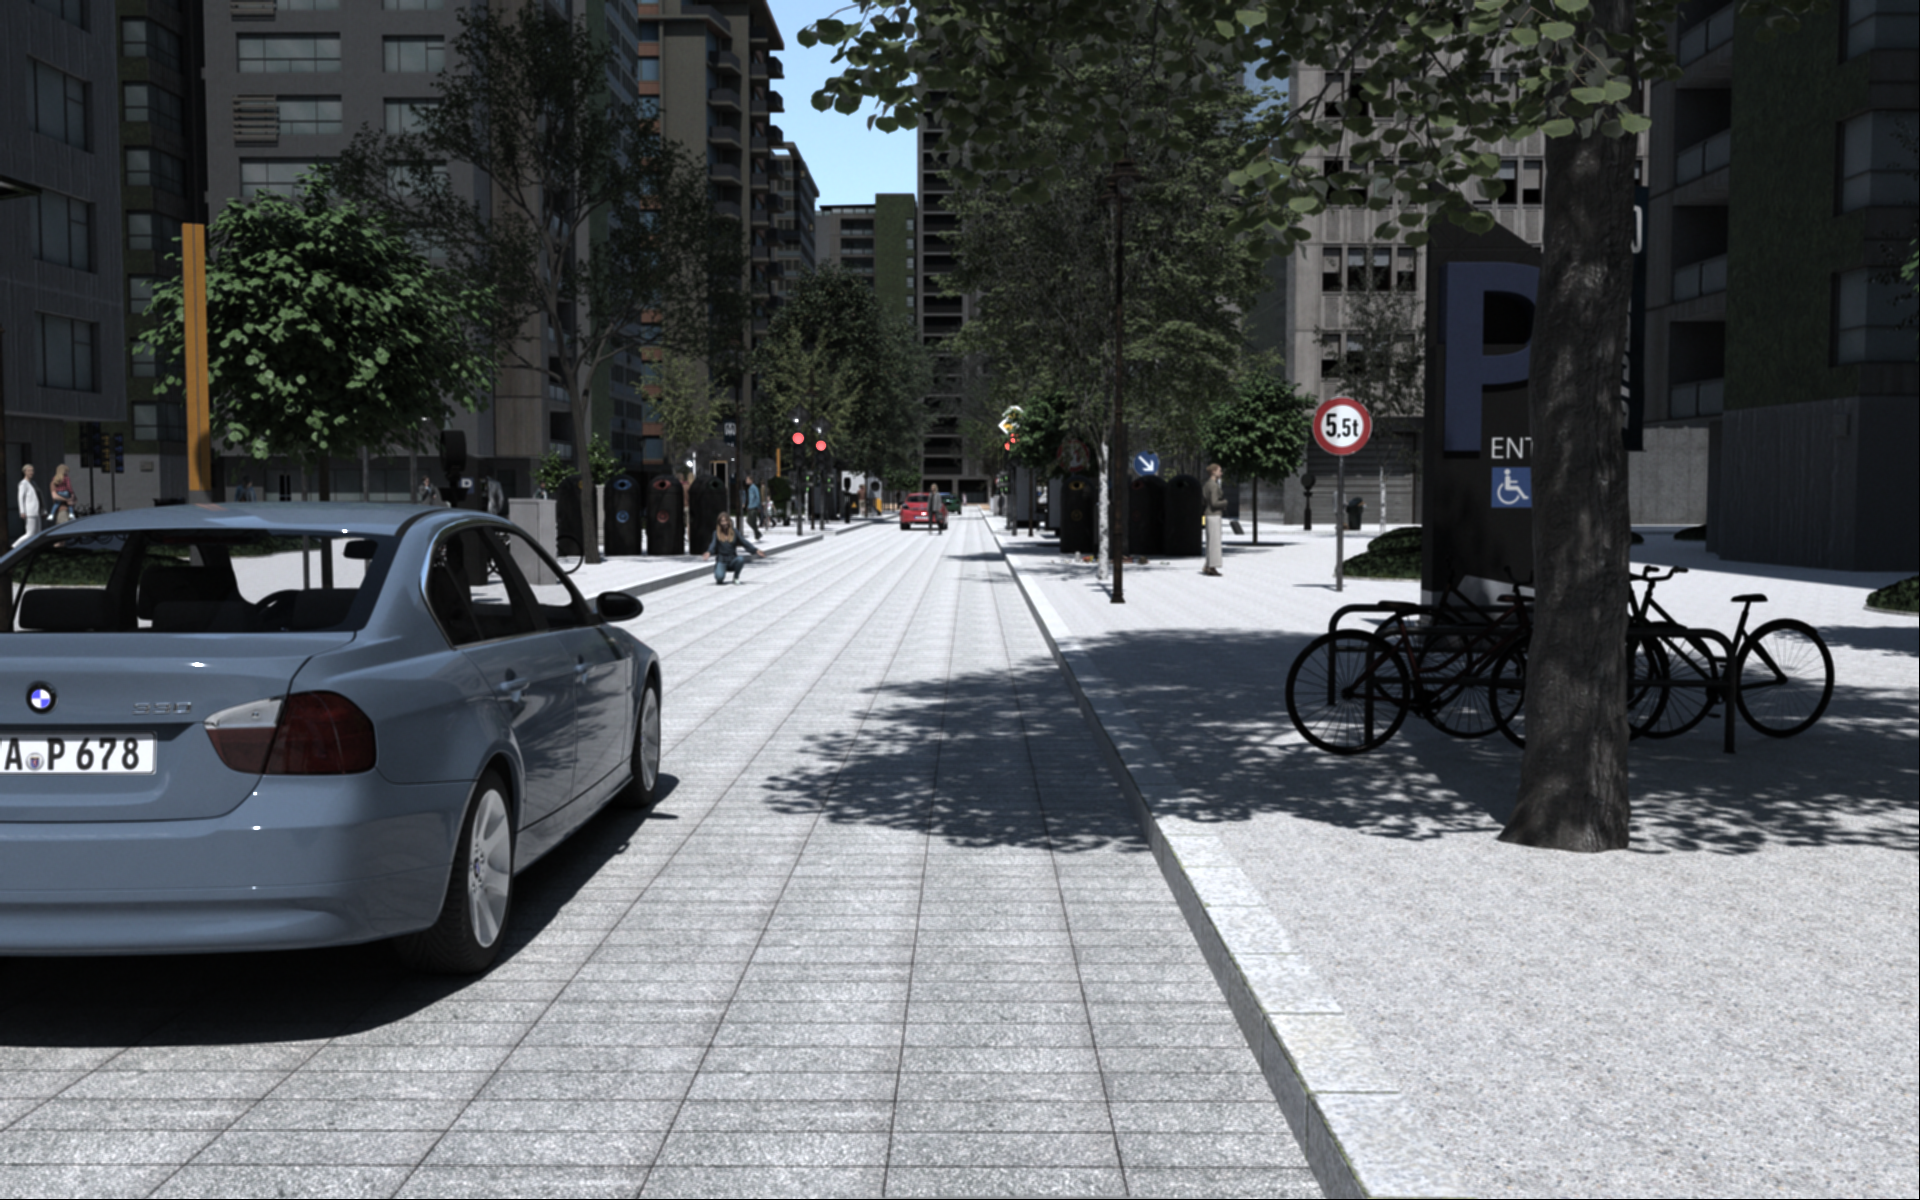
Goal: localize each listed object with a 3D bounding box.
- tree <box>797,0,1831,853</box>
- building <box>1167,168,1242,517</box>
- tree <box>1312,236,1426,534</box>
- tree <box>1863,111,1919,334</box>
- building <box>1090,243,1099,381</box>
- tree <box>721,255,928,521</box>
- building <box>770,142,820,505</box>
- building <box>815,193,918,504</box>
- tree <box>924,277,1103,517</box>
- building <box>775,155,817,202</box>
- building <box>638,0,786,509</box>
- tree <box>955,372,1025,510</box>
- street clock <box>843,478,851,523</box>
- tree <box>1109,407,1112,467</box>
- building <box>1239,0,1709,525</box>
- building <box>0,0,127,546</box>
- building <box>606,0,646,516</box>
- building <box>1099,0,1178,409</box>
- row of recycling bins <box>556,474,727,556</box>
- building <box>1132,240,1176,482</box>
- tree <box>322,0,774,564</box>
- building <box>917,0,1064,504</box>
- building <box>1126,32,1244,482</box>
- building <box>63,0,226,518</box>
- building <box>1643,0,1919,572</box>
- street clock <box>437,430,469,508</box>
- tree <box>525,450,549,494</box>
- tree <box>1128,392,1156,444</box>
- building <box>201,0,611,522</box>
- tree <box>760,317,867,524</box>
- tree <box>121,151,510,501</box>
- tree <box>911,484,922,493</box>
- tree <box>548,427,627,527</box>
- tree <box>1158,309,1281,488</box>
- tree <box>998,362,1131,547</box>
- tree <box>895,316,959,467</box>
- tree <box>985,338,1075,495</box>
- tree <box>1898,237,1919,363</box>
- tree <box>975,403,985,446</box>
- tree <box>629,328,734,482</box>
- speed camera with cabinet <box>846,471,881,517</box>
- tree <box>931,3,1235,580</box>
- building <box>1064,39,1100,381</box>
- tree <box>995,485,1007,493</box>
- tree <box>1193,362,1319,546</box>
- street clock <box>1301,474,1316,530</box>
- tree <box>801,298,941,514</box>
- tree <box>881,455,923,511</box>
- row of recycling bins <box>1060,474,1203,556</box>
[{"bbox_3d":[2.673,-5.382,6.128,7.486,12.596,7.792,0,3,0],"label":"tree"},{"bbox_3d":[20.006,-16.227,107.113,13.314,21.916,24.055,0,4,0],"label":"building"},{"bbox_3d":[12.049,-6.038,49.084,4.360,8.622,3.978,0,3,0],"label":"tree"},{"bbox_3d":[16.021,-4.608,25.700,4.360,8.622,3.978,0,3,0],"label":"tree"},{"bbox_3d":[21.397,-25.835,194.102,14.160,30.474,14.107,0,4,0],"label":"building"},{"bbox_3d":[-6.299,-10.161,83.138,9.611,12.733,9.660,0,3,0],"label":"tree"},{"bbox_3d":[-27.634,-30.220,185.983,23.993,40.220,32.217,0,4,0],"label":"building"},{"bbox_3d":[-12.845,-33.880,237.540,14.086,41.232,14.154,0,4,0],"label":"building"},{"bbox_3d":[2.975,-11.322,95.490,12.009,13.543,11.850,0,3,0],"label":"tree"},{"bbox_3d":[-35.087,-38.039,241.551,30.456,49.044,23.786,0,4,0],"label":"building"},{"bbox_3d":[-26.974,-30.314,150.254,22.147,44.769,28.867,0,4,0],"label":"building"},{"bbox_3d":[3.100,-13.209,141.721,9.928,11.665,9.643,0,3,0],"label":"tree"},{"bbox_3d":[-4.932,-4.359,75.840,0.358,2.002,0.471,-1,4,-13],"label":"street clock"},{"bbox_3d":[9.727,-9.885,111.981,4.737,8.622,4.395,0,3,0],"label":"tree"},{"bbox_3d":[23.403,-15.838,76.970,19.932,24.808,12.078,0,4,0],"label":"building"},{"bbox_3d":[-25.265,-21.371,33.005,14.086,41.232,14.154,0,4,0],"label":"building"},{"bbox_3d":[-32.754,-25.259,104.863,32.217,40.220,23.993,0,4,0],"label":"building"},{"bbox_3d":[28.227,-35.655,172.190,28.713,52.752,27.495,0,4,0],"label":"building"},{"bbox_3d":[-6.671,-1.790,36.382,3.534,1.692,1.069,-1,4,-11],"label":"row of recycling bins"},{"bbox_3d":[18.748,-16.705,127.876,10.420,20.320,16.860,0,4,0],"label":"building"},{"bbox_3d":[-7.011,-5.958,31.829,7.601,10.594,8.767,3,5,41],"label":"tree"},{"bbox_3d":[4.627,-49.035,239.969,20.611,71.187,20.563,0,4,0],"label":"building"},{"bbox_3d":[21.202,-28.639,151.836,14.154,41.232,14.086,0,4,0],"label":"building"},{"bbox_3d":[-38.923,-18.596,75.747,14.107,30.474,14.160,0,4,0],"label":"building"},{"bbox_3d":[21.794,-21.436,34.077,14.154,41.232,14.086,0,4,0],"label":"building"},{"bbox_3d":[-5.757,-0.926,19.703,0.358,2.002,0.471,-2,4,-26],"label":"street clock"},{"bbox_3d":[-15.518,-4.395,66.464,1.663,3.219,1.824,0,3,0],"label":"tree"},{"bbox_3d":[10.706,-7.992,81.031,4.737,8.622,4.395,0,3,0],"label":"tree"},{"bbox_3d":[-24.130,-24.110,77.786,14.154,41.232,14.086,0,4,0],"label":"building"},{"bbox_3d":[-6.236,-7.490,72.818,4.737,8.622,4.395,0,3,0],"label":"tree"},{"bbox_3d":[-6.258,-2.024,16.812,4.285,4.588,4.351,0,3,0],"label":"tree"},{"bbox_3d":[-4.613,-11.291,179.210,1.663,3.219,1.824,0,3,0],"label":"tree"},{"bbox_3d":[-10.557,-3.369,49.684,1.663,3.219,1.824,0,3,0],"label":"tree"},{"bbox_3d":[10.302,-7.139,67.089,4.737,8.622,4.395,0,3,0],"label":"tree"},{"bbox_3d":[2.689,-3.610,42.736,4.285,4.588,4.351,0,3,0],"label":"tree"},{"bbox_3d":[-5.942,-20.292,187.659,12.611,20.169,13.585,0,3,0],"label":"tree"},{"bbox_3d":[3.499,-7.804,77.963,4.737,8.622,4.395,0,3,0],"label":"tree"},{"bbox_3d":[8.821,-1.785,12.894,4.285,4.588,4.351,0,3,0],"label":"tree"},{"bbox_3d":[3.054,-10.070,114.999,4.737,8.622,4.395,0,3,0],"label":"tree"},{"bbox_3d":[-11.992,-7.600,74.615,4.737,8.622,4.395,0,3,0],"label":"tree"},{"bbox_3d":[-5.508,-6.311,97.523,2.038,3.252,0.660,-1,4,-21],"label":"speed camera with cabinet"},{"bbox_3d":[1.907,-4.608,25.697,4.360,8.622,3.978,0,3,0],"label":"tree"},{"bbox_3d":[25.697,-49.025,239.808,20.611,71.187,20.563,0,4,0],"label":"building"},{"bbox_3d":[3.473,-8.442,132.632,1.663,3.219,1.824,0,3,0],"label":"tree"},{"bbox_3d":[7.428,-3.625,42.977,4.285,4.588,4.351,0,3,0],"label":"tree"},{"bbox_3d":[12.292,-3.462,61.180,0.358,2.002,0.471,-3,5,-45],"label":"street clock"},{"bbox_3d":[-6.047,-12.568,112.137,9.857,13.997,8.962,0,3,0],"label":"tree"},{"bbox_3d":[-5.833,-9.728,142.758,4.285,4.588,4.351,0,3,0],"label":"tree"},{"bbox_3d":[3.632,-1.824,36.939,3.534,1.692,1.069,3,5,40],"label":"row of recycling bins"}]
